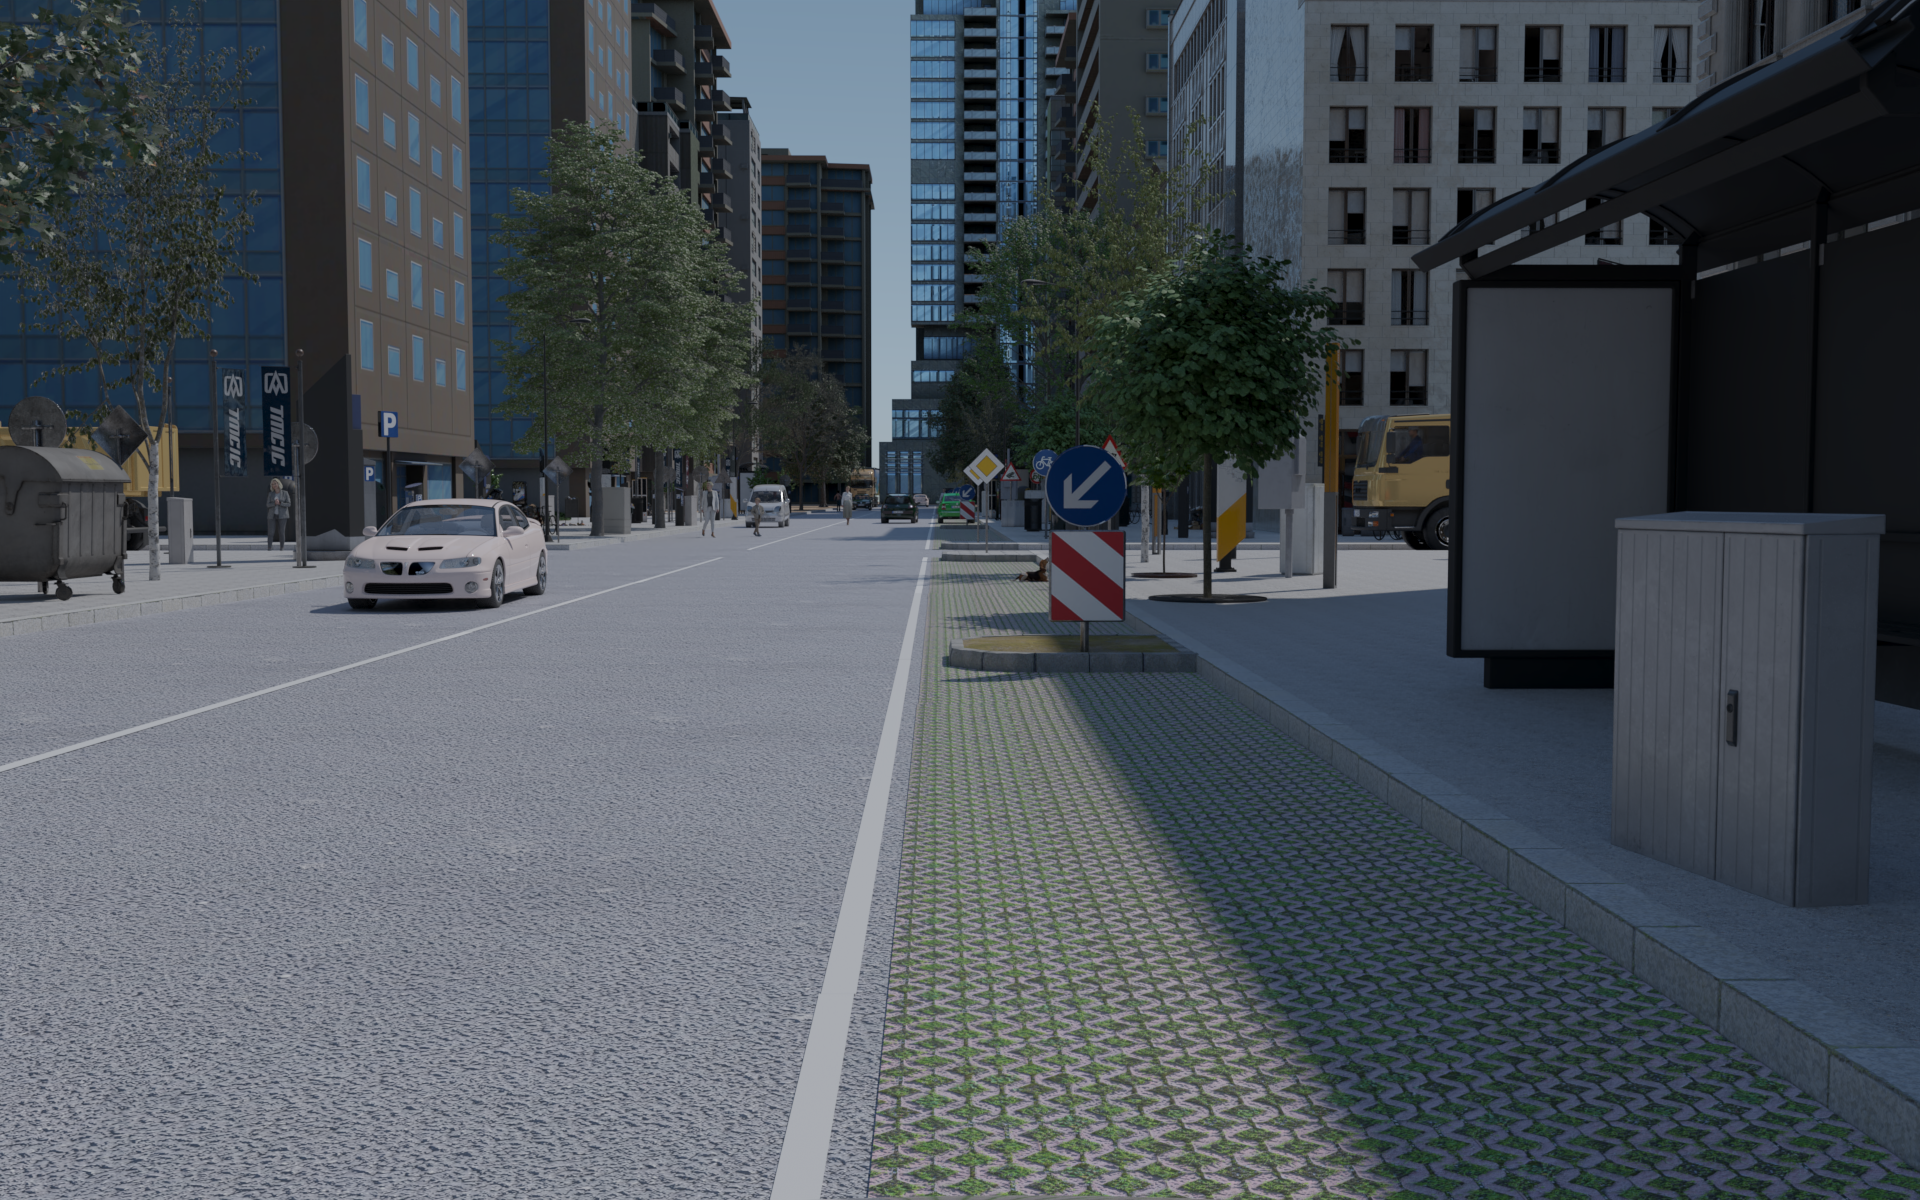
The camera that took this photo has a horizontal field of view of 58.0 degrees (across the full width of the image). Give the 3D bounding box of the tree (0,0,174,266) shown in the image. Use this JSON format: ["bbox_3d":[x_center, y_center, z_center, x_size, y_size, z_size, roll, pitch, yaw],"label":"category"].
[{"bbox_3d":[-11.438,-5.831,12.343,9.611,12.733,9.660,0,3,0],"label":"tree"}]

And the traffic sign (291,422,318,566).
[{"bbox_3d":[-11.745,-1.871,30.699,0.768,2.556,0.104,0,4,5],"label":"traffic sign"}]

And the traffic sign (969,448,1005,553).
[{"bbox_3d":[0.578,-2.081,37.675,0.795,2.450,0.064,0,4,-1],"label":"traffic sign"}]

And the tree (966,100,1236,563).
[{"bbox_3d":[3.297,-4.997,32.063,4.737,8.622,4.395,0,3,0],"label":"tree"}]

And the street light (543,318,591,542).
[{"bbox_3d":[-10.449,-4.489,45.941,1.470,5.913,1.316,0,4,-1],"label":"street light"}]

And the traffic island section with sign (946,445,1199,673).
[{"bbox_3d":[0.902,-0.374,14.747,1.989,1.847,2.006,0,4,-1],"label":"traffic island section with sign"}]

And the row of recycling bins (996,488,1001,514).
[{"bbox_3d":[2.922,-6.427,112.195,1.069,1.692,3.534,2,4,28],"label":"row of recycling bins"}]

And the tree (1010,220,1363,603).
[{"bbox_3d":[3.095,-2.276,20.919,4.285,4.588,4.351,0,3,0],"label":"tree"}]

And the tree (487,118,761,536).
[{"bbox_3d":[-10.812,-8.248,52.987,7.486,12.596,7.792,0,3,0],"label":"tree"}]

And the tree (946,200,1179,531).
[{"bbox_3d":[3.454,-8.219,60.129,9.928,11.665,9.643,0,3,0],"label":"tree"}]

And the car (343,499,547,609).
[{"bbox_3d":[-6.782,-0.664,23.223,2.083,1.381,4.827,0,4,-2],"label":"car"}]

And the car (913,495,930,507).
[{"bbox_3d":[-4.380,-10.894,190.474,2.083,1.381,4.827,0,4,-1],"label":"car"}]

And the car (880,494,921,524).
[{"bbox_3d":[-2.971,-4.634,85.555,2.009,1.686,4.222,0,4,1],"label":"car"}]

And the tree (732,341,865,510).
[{"bbox_3d":[-12.634,-13.920,137.961,12.009,13.543,11.850,0,3,0],"label":"tree"}]

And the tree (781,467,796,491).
[{"bbox_3d":[-12.733,-7.886,123.541,1.663,3.219,1.824,0,3,0],"label":"tree"}]

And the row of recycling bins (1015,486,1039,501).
[{"bbox_3d":[4.476,-4.845,86.325,3.534,1.692,1.069,0,4,-7],"label":"row of recycling bins"}]

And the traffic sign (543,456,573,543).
[{"bbox_3d":[-10.567,-2.562,45.538,0.795,2.450,0.064,0,4,-1],"label":"traffic sign"}]

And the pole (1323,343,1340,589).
[{"bbox_3d":[5.032,-1.811,23.460,0.158,3.312,0.155,0,3,0],"label":"pole"}]

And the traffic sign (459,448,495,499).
[{"bbox_3d":[-10.465,-2.074,37.554,0.795,2.450,0.064,0,4,-1],"label":"traffic sign"}]

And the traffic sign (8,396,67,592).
[{"bbox_3d":[-12.005,-1.372,22.545,0.768,2.556,0.104,0,4,2],"label":"traffic sign"}]

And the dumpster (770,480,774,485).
[{"bbox_3d":[-13.465,-7.179,119.867,1.502,2.255,1.985,0,4,-1],"label":"dumpster"}]

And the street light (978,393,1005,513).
[{"bbox_3d":[1.493,-6.516,79.073,1.470,5.913,1.316,0,4,-1],"label":"street light"}]

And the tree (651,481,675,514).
[{"bbox_3d":[-18.874,-7.061,110.046,1.663,3.219,1.824,0,3,0],"label":"tree"}]

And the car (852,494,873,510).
[{"bbox_3d":[-8.645,-8.748,152.821,2.009,1.686,4.222,0,4,-1],"label":"car"}]

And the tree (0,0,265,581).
[{"bbox_3d":[-12.143,-4.605,25.653,4.360,8.622,3.978,0,3,0],"label":"tree"}]

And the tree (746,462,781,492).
[{"bbox_3d":[-12.096,-6.662,103.520,1.663,3.219,1.824,0,3,0],"label":"tree"}]

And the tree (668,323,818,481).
[{"bbox_3d":[-12.244,-9.782,94.344,8.767,10.594,7.601,-2,4,-33],"label":"tree"}]

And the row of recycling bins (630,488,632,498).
[{"bbox_3d":[-22.511,-6.438,112.375,3.534,1.692,1.069,-3,4,-37],"label":"row of recycling bins"}]

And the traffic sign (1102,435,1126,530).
[{"bbox_3d":[3.281,-2.324,38.003,0.884,2.594,0.081,0,4,3],"label":"traffic sign"}]

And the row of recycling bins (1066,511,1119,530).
[{"bbox_3d":[3.574,-2.439,46.992,1.069,1.692,3.534,1,4,17],"label":"row of recycling bins"}]

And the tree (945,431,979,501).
[{"bbox_3d":[1.543,-16.472,187.439,7.486,12.596,7.792,0,3,0],"label":"tree"}]

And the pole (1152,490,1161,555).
[{"bbox_3d":[4.166,-2.616,36.622,0.158,3.312,0.155,0,3,0],"label":"pole"}]

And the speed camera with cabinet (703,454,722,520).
[{"bbox_3d":[-12.407,-5.650,86.707,0.660,3.252,2.038,-1,4,-20],"label":"speed camera with cabinet"}]

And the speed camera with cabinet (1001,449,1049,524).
[{"bbox_3d":[2.835,-4.979,75.742,2.038,3.252,0.660,1,4,10],"label":"speed camera with cabinet"}]

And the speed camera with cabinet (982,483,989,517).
[{"bbox_3d":[1.628,-6.347,98.105,0.660,3.252,2.038,0,4,7],"label":"speed camera with cabinet"}]

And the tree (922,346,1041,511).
[{"bbox_3d":[1.640,-13.124,131.582,9.611,12.733,9.660,0,3,0],"label":"tree"}]

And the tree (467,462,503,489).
[{"bbox_3d":[-24.027,-5.734,88.345,1.663,3.219,1.824,0,3,0],"label":"tree"}]

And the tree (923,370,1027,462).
[{"bbox_3d":[1.821,-14.936,154.577,12.009,13.543,11.850,0,3,0],"label":"tree"}]

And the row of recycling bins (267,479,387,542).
[{"bbox_3d":[-17.433,-2.482,47.691,1.069,1.692,3.534,2,4,34],"label":"row of recycling bins"}]

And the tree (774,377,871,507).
[{"bbox_3d":[-13.454,-15.423,169.174,9.611,12.733,9.660,0,3,0],"label":"tree"}]

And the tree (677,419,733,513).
[{"bbox_3d":[-17.137,-10.088,115.294,4.737,8.622,4.395,0,3,0],"label":"tree"}]

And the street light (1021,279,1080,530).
[{"bbox_3d":[2.014,-3.982,37.643,1.470,5.913,1.316,0,4,-1],"label":"street light"}]

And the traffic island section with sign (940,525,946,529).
[{"bbox_3d":[0.177,-3.820,71.078,1.989,1.847,2.006,0,4,-1],"label":"traffic island section with sign"}]

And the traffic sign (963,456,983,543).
[{"bbox_3d":[0.476,-2.570,45.659,0.795,2.450,0.064,0,4,-1],"label":"traffic sign"}]

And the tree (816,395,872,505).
[{"bbox_3d":[-13.870,-17.090,197.542,7.486,12.596,7.792,0,3,0],"label":"tree"}]

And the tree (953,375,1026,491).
[{"bbox_3d":[2.149,-9.658,108.274,4.360,8.622,3.978,0,3,0],"label":"tree"}]

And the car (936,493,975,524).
[{"bbox_3d":[-0.202,-4.662,85.016,1.959,1.807,4.718,0,4,-2],"label":"car"}]

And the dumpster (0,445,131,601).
[{"bbox_3d":[-11.288,-0.960,21.453,1.264,1.857,1.865,0,4,-1],"label":"dumpster"}]

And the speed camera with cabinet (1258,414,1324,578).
[{"bbox_3d":[5.282,-2.013,27.241,0.660,3.252,2.038,2,4,29],"label":"speed camera with cabinet"}]

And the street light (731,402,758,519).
[{"bbox_3d":[-10.876,-7.031,87.491,1.470,5.913,1.316,0,4,-1],"label":"street light"}]

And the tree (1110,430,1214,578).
[{"bbox_3d":[3.060,-1.971,26.823,1.663,3.219,1.824,0,3,0],"label":"tree"}]
